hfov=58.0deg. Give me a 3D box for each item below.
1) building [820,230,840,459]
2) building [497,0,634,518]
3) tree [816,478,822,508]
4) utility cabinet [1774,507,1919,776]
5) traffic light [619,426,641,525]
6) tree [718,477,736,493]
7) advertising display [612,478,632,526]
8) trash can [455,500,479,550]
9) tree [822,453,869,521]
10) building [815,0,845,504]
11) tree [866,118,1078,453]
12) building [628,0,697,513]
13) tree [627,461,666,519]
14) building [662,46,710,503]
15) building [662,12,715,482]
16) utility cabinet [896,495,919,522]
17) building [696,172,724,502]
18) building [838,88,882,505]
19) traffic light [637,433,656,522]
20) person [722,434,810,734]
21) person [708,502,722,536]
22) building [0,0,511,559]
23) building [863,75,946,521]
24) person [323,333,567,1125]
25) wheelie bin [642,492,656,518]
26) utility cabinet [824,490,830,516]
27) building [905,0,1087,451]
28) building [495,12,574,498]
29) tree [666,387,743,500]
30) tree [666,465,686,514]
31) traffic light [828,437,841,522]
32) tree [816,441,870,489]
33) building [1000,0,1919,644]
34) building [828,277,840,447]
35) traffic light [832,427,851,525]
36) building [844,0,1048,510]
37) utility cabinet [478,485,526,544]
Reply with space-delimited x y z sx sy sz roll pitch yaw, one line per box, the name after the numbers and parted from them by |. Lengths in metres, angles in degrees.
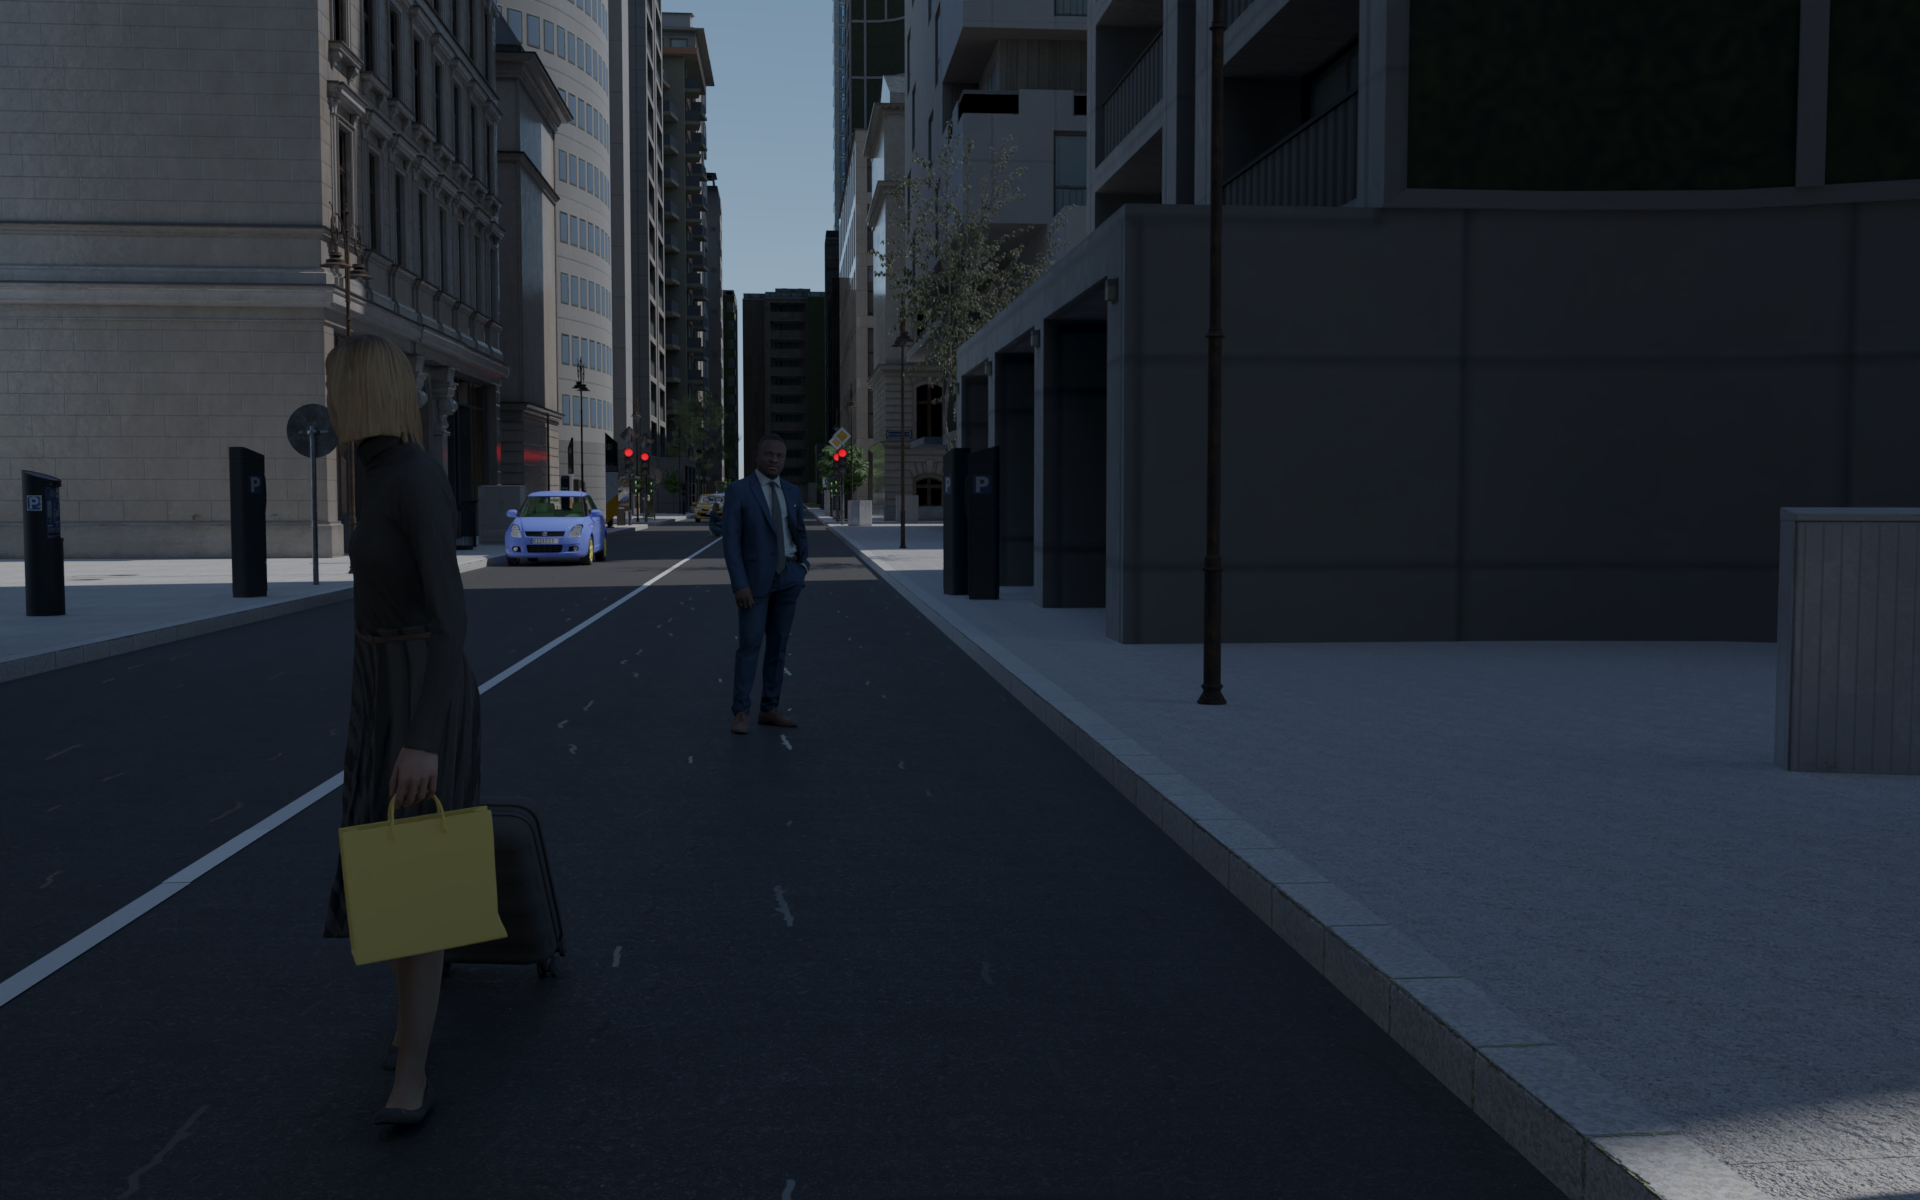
-7.943 -25.688 191.701 14.160 30.474 14.107 0 4 -6 | building
-29.371 -33.579 91.008 21.231 58.520 28.212 0 4 -6 | building
-8.491 -7.341 114.625 1.663 3.219 1.824 0 3 0 | tree
4.354 0.194 7.994 1.020 1.237 0.306 1 4 12 | utility cabinet
-13.593 -5.041 71.335 0.839 4.253 0.868 0 4 -6 | traffic light
-26.419 -12.237 194.682 1.663 3.219 1.824 0 3 0 | tree
-13.803 -3.994 70.523 0.974 1.923 0.123 2 4 26 | advertising display
-11.428 -1.721 39.793 0.748 1.137 0.748 0 3 0 | trash can
-5.372 -5.363 82.279 1.663 3.219 1.824 0 3 0 | tree
-6.593 -55.089 213.381 22.319 86.520 31.000 0 4 -6 | building
0.151 -5.179 35.047 4.360 8.622 3.978 0 3 0 | tree
-29.659 -41.902 123.349 20.563 71.187 20.611 0 4 -6 | building
-16.225 -5.753 88.657 1.663 3.219 1.824 0 3 0 | tree
-35.744 -31.333 166.920 22.147 44.769 28.867 0 4 -6 | building
-42.333 -37.017 194.474 28.713 52.752 27.495 0 4 -6 | building
-2.440 -4.202 79.859 1.020 1.237 0.306 -1 4 -20 | utility cabinet
-37.309 -32.854 220.761 14.086 41.232 14.154 0 4 -6 | building
1.599 -19.454 122.591 19.350 26.468 34.151 0 4 -6 | building
-14.373 -5.527 79.282 0.839 4.253 0.868 0 4 -6 | traffic light
-1.209 -0.120 10.650 0.419 1.800 0.721 3 5 44 | person
-8.166 -2.734 58.706 0.738 1.151 1.012 0 4 -7 | person
-17.097 -11.255 34.933 10.553 20.767 40.483 0 4 -6 | building
12.727 -16.481 88.553 34.723 24.649 14.460 0 4 -6 | building
-1.306 0.261 4.451 0.699 1.804 1.509 0 4 5 | person
-16.988 -5.307 94.683 0.693 1.594 0.980 -2 4 -24 | wheelie bin
-7.346 -5.476 98.203 0.318 1.500 1.173 -2 4 -25 | utility cabinet
12.363 -28.664 57.901 28.713 52.752 27.495 0 4 -6 | building
-24.501 -12.160 63.442 19.286 19.102 10.561 0 4 -6 | building
-22.273 -13.136 149.178 8.767 10.594 7.601 2 4 27 | tree
-18.764 -7.289 113.773 1.663 3.219 1.824 0 3 0 | tree
-5.705 -5.579 80.145 0.839 4.253 0.868 0 4 -6 | traffic light
-6.781 -7.182 101.140 4.285 4.588 4.351 0 3 0 | tree
11.100 -35.465 18.112 20.563 71.187 20.611 0 4 -6 | building
-4.870 -19.415 147.118 12.332 23.373 15.834 0 4 -6 | building
-4.925 -5.093 72.198 0.839 4.253 0.868 0 4 -6 | traffic light
-3.202 -44.970 173.512 20.563 71.187 20.611 0 4 -6 | building
-11.535 -2.136 43.608 1.173 1.500 0.318 1 4 15 | utility cabinet
